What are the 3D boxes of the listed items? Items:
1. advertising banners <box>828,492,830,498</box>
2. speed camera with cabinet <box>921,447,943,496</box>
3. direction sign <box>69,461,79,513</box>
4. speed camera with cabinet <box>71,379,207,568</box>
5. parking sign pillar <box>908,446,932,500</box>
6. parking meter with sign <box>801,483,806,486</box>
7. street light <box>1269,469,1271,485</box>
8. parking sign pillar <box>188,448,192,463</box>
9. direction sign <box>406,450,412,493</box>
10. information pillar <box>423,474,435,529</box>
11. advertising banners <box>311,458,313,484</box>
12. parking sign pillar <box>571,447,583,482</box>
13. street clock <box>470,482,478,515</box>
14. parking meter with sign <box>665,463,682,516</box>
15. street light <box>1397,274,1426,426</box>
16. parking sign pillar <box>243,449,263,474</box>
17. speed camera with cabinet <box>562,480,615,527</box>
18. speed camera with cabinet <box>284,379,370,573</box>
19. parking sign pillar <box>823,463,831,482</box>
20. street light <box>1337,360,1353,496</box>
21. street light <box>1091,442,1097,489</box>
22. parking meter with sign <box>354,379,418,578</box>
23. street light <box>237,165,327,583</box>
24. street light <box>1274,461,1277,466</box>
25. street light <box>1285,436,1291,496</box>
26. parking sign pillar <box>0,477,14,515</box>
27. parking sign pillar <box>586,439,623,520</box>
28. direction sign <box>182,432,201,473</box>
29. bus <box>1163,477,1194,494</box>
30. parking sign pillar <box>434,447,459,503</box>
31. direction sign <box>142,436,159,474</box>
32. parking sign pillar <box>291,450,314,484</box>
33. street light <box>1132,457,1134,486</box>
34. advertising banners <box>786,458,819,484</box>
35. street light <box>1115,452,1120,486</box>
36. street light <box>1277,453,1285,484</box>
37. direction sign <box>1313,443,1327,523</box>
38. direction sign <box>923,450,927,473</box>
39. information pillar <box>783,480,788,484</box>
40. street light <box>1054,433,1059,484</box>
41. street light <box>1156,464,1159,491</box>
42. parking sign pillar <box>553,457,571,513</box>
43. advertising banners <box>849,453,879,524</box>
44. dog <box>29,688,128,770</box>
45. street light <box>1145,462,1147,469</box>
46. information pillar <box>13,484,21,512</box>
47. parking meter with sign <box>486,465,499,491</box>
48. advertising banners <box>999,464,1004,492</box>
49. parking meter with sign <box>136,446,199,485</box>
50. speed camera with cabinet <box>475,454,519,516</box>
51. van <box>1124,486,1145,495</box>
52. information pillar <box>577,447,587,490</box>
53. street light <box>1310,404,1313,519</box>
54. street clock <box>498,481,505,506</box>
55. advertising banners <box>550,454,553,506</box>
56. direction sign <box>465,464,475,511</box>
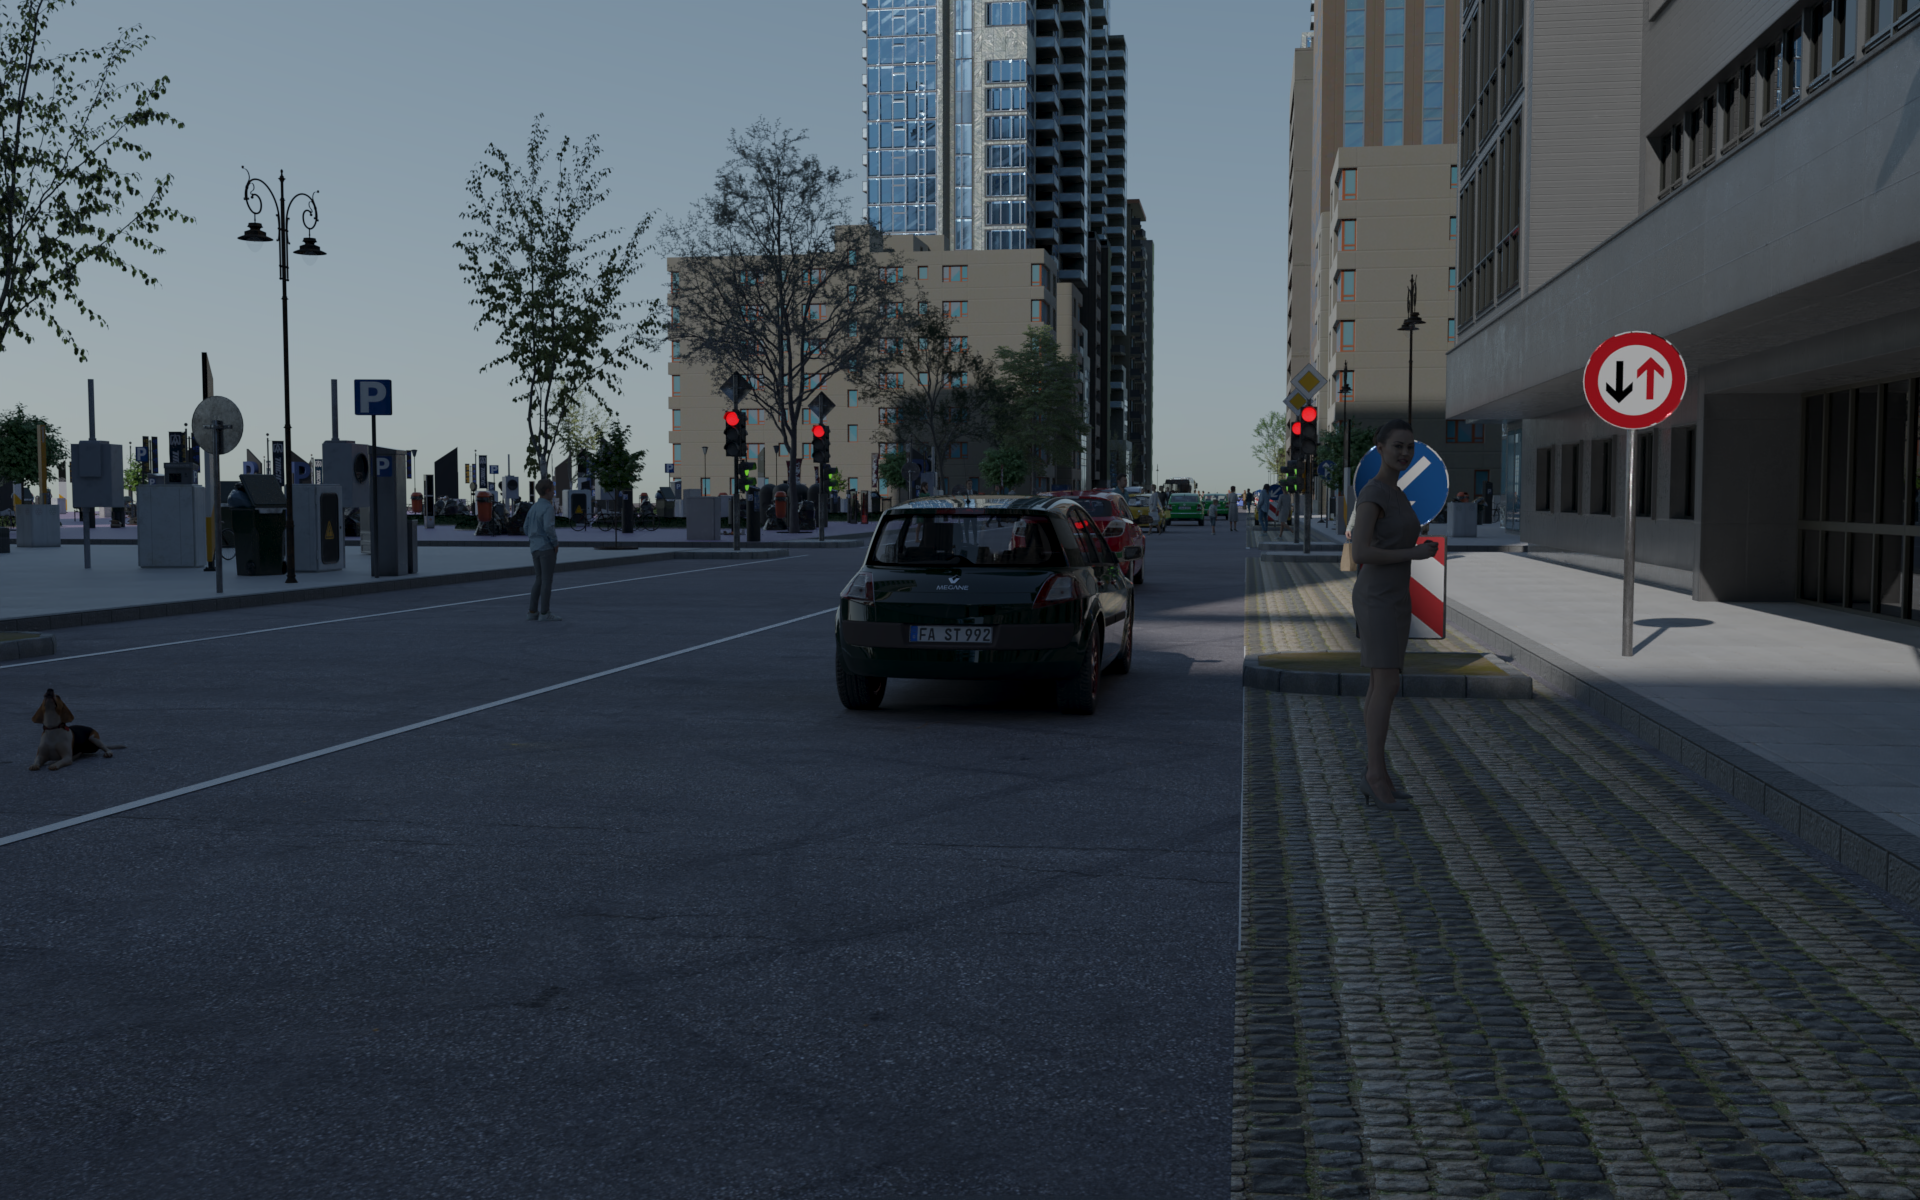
[{"bbox_3d":[-8.608,-6.910,109.171,0.090,3.025,2.074,2,4,31],"label":"advertising banners"},{"bbox_3d":[-1.177,-4.810,72.975,0.660,3.252,2.038,1,4,11],"label":"speed camera with cabinet"},{"bbox_3d":[-61.362,-7.844,120.248,0.379,3.537,0.876,2,4,33],"label":"direction sign"},{"bbox_3d":[-14.261,-2.186,30.085,2.038,3.252,0.660,0,4,-5],"label":"speed camera with cabinet"},{"bbox_3d":[-2.214,-6.582,96.093,1.447,3.967,1.447,1,4,15],"label":"parking sign pillar"},{"bbox_3d":[-10.907,-7.494,118.780,1.738,3.016,0.543,-3,4,-36],"label":"parking meter with sign"},{"bbox_3d":[39.461,-14.975,217.632,0.468,5.910,1.993,1,4,9],"label":"street light"},{"bbox_3d":[-42.480,-6.503,94.792,1.447,3.967,1.447,-3,5,-40],"label":"parking sign pillar"},{"bbox_3d":[-28.446,-5.925,88.876,0.379,3.537,0.876,2,4,26],"label":"direction sign"},{"bbox_3d":[-19.806,-3.677,64.604,0.304,2.012,0.304,-2,4,-34],"label":"information pillar"},{"bbox_3d":[-31.734,-5.401,84.496,0.090,3.025,2.074,-1,4,-10],"label":"advertising banners"},{"bbox_3d":[-21.211,-6.811,99.830,1.447,3.967,1.447,3,5,41],"label":"parking sign pillar"},{"bbox_3d":[-30.136,-6.285,107.334,0.471,2.002,0.358,2,4,32],"label":"street clock"},{"bbox_3d":[-16.039,-6.205,97.708,0.543,3.016,1.738,-2,4,-33],"label":"parking meter with sign"},{"bbox_3d":[9.508,-3.903,36.597,0.468,5.910,1.993,1,4,9],"label":"street light"},{"bbox_3d":[-41.844,-6.975,102.506,1.447,3.967,1.447,2,4,33],"label":"parking sign pillar"},{"bbox_3d":[-14.647,-4.532,68.435,2.038,3.252,0.660,-2,4,-35],"label":"speed camera with cabinet"},{"bbox_3d":[-10.645,-2.131,29.175,0.660,3.252,2.038,0,4,6],"label":"speed camera with cabinet"},{"bbox_3d":[-8.625,-7.516,111.365,1.447,3.967,1.447,1,4,9],"label":"parking sign pillar"},{"bbox_3d":[13.275,-5.322,59.795,0.468,5.910,1.993,1,4,9],"label":"street light"},{"bbox_3d":[11.857,-11.087,154.055,0.468,5.910,1.993,1,4,9],"label":"street light"},{"bbox_3d":[-8.952,-1.891,27.184,0.543,3.016,1.738,0,4,-3],"label":"parking meter with sign"},{"bbox_3d":[-9.649,-3.182,24.816,0.468,5.910,1.993,1,4,9],"label":"street light"},{"bbox_3d":[35.542,-13.528,193.973,0.468,5.910,1.993,1,4,9],"label":"street light"},{"bbox_3d":[25.795,-9.932,135.170,0.468,5.910,1.993,1,4,9],"label":"street light"},{"bbox_3d":[-45.962,-5.778,82.950,1.447,3.967,1.447,0,4,6],"label":"parking sign pillar"},{"bbox_3d":[-16.247,-5.627,80.465,1.447,3.967,1.447,2,4,30],"label":"parking sign pillar"},{"bbox_3d":[-28.268,-4.380,63.609,0.379,3.537,0.876,2,4,28],"label":"direction sign"},{"bbox_3d":[23.248,-11.523,183.268,2.948,3.499,13.247,1,4,10],"label":"bus"},{"bbox_3d":[-29.189,-6.727,98.460,1.447,3.967,1.447,-1,4,-13],"label":"parking sign pillar"},{"bbox_3d":[-31.659,-4.636,67.798,0.379,3.537,0.876,1,4,11],"label":"direction sign"},{"bbox_3d":[-39.806,-7.104,104.618,1.447,3.967,1.447,3,4,38],"label":"parking sign pillar"},{"bbox_3d":[20.467,-14.224,205.352,0.468,5.910,1.993,1,4,9],"label":"street light"},{"bbox_3d":[-8.044,-5.733,89.930,2.074,3.025,0.090,1,4,13],"label":"advertising banners"},{"bbox_3d":[16.697,-12.879,183.351,0.468,5.910,1.993,1,4,9],"label":"street light"},{"bbox_3d":[30.584,-11.704,164.143,0.468,5.910,1.993,1,4,9],"label":"street light"},{"bbox_3d":[16.096,-5.200,77.023,0.876,3.537,0.379,-1,4,-13],"label":"direction sign"},{"bbox_3d":[-1.821,-6.005,90.185,0.379,3.537,0.876,0,4,7],"label":"direction sign"},{"bbox_3d":[-9.111,-5.298,91.122,0.304,2.012,0.304,1,4,22],"label":"information pillar"},{"bbox_3d":[6.818,-9.249,124.009,0.468,5.910,1.993,1,4,9],"label":"street light"},{"bbox_3d":[30.012,-17.769,263.305,0.468,5.910,1.993,1,4,9],"label":"street light"},{"bbox_3d":[-27.424,-8.013,119.483,1.447,3.967,1.447,-3,5,-45],"label":"parking sign pillar"},{"bbox_3d":[-4.098,-4.760,74.012,0.090,3.025,2.074,-3,5,-41],"label":"advertising banners"},{"bbox_3d":[-4.738,0.663,9.348,0.550,0.427,0.748,3,4,36],"label":"dog"},{"bbox_3d":[25.158,-15.997,234.342,0.468,5.910,1.993,1,4,9],"label":"street light"},{"bbox_3d":[-40.869,-5.127,75.179,0.183,3.616,0.504,1,4,19],"label":"information pillar"},{"bbox_3d":[-28.291,-6.620,104.499,0.543,3.016,1.738,-2,4,-28],"label":"parking meter with sign"},{"bbox_3d":[2.241,-6.454,101.706,0.090,3.025,2.074,1,4,20],"label":"advertising banners"},{"bbox_3d":[-18.948,-2.806,42.146,1.738,3.016,0.543,0,4,-4],"label":"parking meter with sign"},{"bbox_3d":[-22.793,-5.562,85.273,2.038,3.252,0.660,-2,4,-35],"label":"speed camera with cabinet"},{"bbox_3d":[9.140,-5.278,93.302,2.013,2.044,4.112,1,4,11],"label":"van"},{"bbox_3d":[-18.934,-5.841,86.850,0.504,3.616,0.183,1,4,16],"label":"information pillar"},{"bbox_3d":[18.138,-7.130,89.364,0.468,5.910,1.993,1,4,9],"label":"street light"},{"bbox_3d":[-25.320,-5.590,95.969,0.358,2.002,0.471,3,5,45],"label":"street clock"},{"bbox_3d":[-17.680,-4.817,74.943,0.090,3.025,2.074,-1,4,-9],"label":"advertising banners"},{"bbox_3d":[-36.302,-8.354,128.587,0.876,3.537,0.379,-3,4,-37],"label":"direction sign"}]
